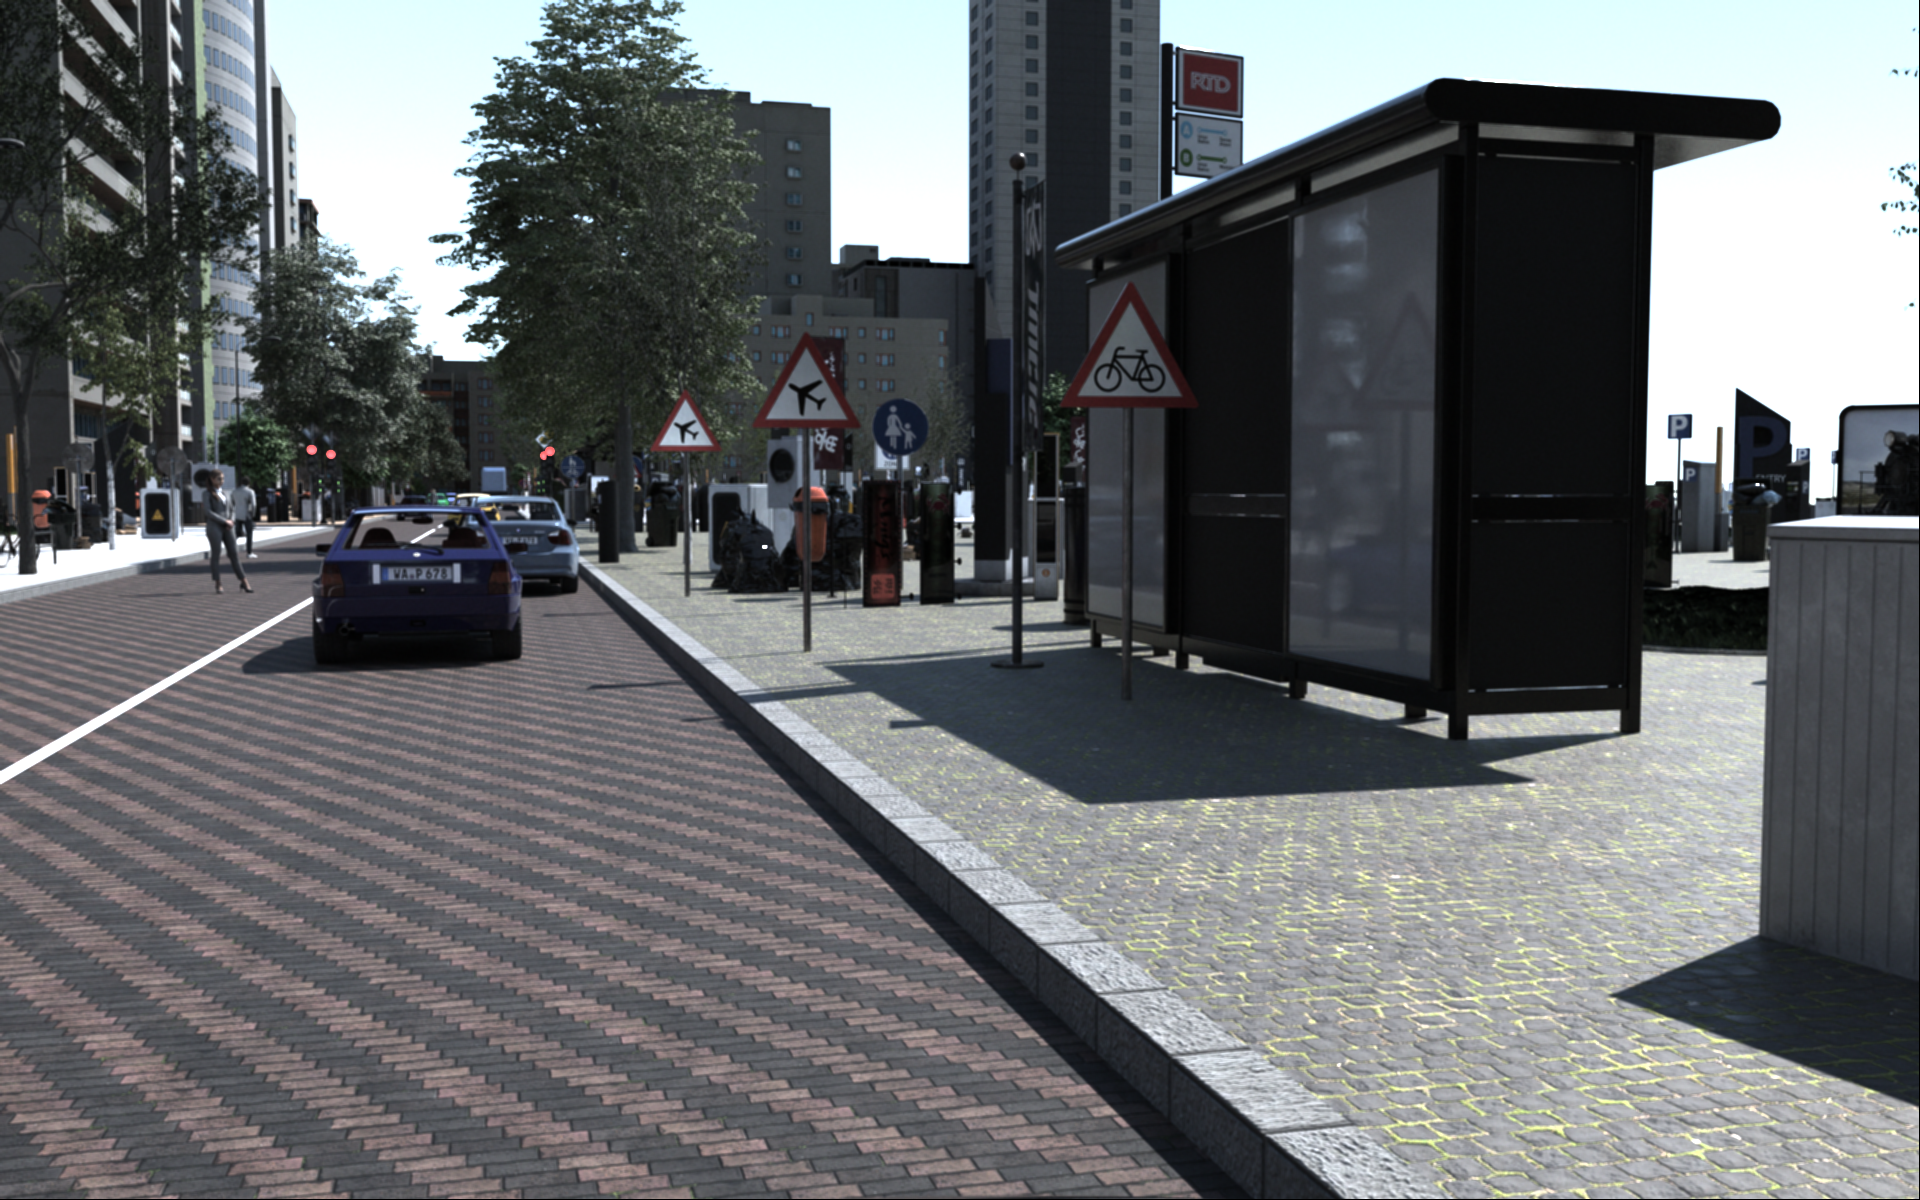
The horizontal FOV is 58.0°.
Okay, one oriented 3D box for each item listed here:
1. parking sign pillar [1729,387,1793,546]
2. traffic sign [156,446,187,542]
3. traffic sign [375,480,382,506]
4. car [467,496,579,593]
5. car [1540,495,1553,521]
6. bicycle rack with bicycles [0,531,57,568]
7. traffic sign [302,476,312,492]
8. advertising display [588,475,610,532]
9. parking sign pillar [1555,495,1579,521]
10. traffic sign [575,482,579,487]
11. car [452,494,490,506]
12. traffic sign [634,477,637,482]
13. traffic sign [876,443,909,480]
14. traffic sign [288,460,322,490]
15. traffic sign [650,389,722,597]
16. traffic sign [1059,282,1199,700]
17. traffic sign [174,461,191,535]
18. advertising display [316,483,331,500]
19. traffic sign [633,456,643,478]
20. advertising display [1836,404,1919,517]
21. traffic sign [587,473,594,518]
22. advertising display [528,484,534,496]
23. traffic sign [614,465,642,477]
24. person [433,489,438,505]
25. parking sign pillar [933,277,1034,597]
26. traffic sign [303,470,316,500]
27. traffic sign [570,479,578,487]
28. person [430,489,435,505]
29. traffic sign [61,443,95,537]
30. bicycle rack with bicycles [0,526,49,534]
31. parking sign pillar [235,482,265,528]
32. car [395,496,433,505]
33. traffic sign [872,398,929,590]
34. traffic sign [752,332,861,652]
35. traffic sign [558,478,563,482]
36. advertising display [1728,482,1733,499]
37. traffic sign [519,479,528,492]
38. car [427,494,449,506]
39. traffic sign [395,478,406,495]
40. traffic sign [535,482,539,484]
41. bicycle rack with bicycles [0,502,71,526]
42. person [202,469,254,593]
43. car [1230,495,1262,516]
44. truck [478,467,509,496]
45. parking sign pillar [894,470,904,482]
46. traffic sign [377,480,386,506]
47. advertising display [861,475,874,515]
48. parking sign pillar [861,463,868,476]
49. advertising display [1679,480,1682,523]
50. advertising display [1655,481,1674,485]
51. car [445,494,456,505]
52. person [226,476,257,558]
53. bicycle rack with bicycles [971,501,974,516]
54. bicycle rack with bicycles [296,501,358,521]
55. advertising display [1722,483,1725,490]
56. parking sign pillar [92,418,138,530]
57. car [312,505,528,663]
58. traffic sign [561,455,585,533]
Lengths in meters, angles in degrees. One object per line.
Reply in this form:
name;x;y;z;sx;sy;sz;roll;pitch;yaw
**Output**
parking sign pillar;20.125;-3.362;43.433;1.447;3.967;1.447;1;4;15
traffic sign;-20.997;-2.817;46.169;0.768;2.556;0.104;-1;4;-11
traffic sign;-40.278;-7.307;119.568;0.768;2.556;0.104;-1;4;-11
car;-6.762;-0.866;26.158;2.014;1.417;4.499;-1;4;-17
car;29.881;-4.554;86.465;4.499;1.417;2.014;-1;4;-17
bicycle rack with bicycles;-17.339;-1.043;30.430;2.852;0.926;2.925;-1;4;-10
traffic sign;-37.405;-6.082;99.553;0.768;2.556;0.104;-1;4;-8
advertising display;-12.206;-3.267;58.633;0.123;1.923;0.974;2;4;31
parking sign pillar;21.576;-4.429;60.893;1.447;3.967;1.447;-2;4;-25
traffic sign;-27.925;-7.807;127.642;0.884;2.594;0.081;-1;4;-10
car;-16.973;-3.069;60.406;2.015;1.641;3.980;-1;4;-17
traffic sign;-12.020;-3.721;62.969;0.606;2.300;0.079;-1;4;-10
traffic sign;-1.186;-1.719;30.239;0.606;2.300;0.079;-1;4;-10
traffic sign;-39.111;-6.694;103.314;2.265;3.308;0.079;-1;4;-11
traffic sign;-3.412;-1.321;21.604;0.884;2.594;0.081;-1;4;-9
traffic sign;1.039;-0.656;10.733;0.884;2.594;0.081;-1;4;-10
traffic sign;-24.316;-3.178;54.098;0.606;2.300;0.079;-1;4;-11
advertising display;-37.099;-5.865;101.110;0.974;1.923;0.123;-3;5;-45
traffic sign;-10.796;-3.477;56.948;0.768;2.556;0.104;0;4;-6
advertising display;6.805;-0.439;12.390;0.974;1.923;0.123;2;4;30
traffic sign;-17.808;-5.021;84.219;0.606;2.300;0.079;-1;4;-10
advertising display;-28.285;-6.668;114.230;0.123;1.923;0.974;-2;4;-28
traffic sign;-10.561;-3.369;55.080;0.884;2.594;0.081;-1;4;-14
person;-39.680;-7.443;130.381;0.709;1.800;0.728;1;4;9
parking sign pillar;0.540;-2.063;22.207;1.447;3.967;1.447;1;4;15
traffic sign;-33.585;-5.473;89.585;0.768;2.556;0.104;-1;4;-9
traffic sign;-33.578;-9.224;150.924;0.768;2.556;0.104;-1;4;-9
person;-39.203;-7.336;128.538;0.767;1.812;0.694;-2;4;-28
traffic sign;-21.860;-2.620;42.946;0.768;2.556;0.104;-1;4;-10
bicycle rack with bicycles;-33.678;-2.886;60.576;2.852;0.926;2.925;-2;4;-32
parking sign pillar;-27.421;-4.706;65.418;1.447;3.967;1.447;0;4;2
car;-29.525;-4.966;93.780;1.945;1.354;3.894;-1;4;-14
traffic sign;-0.803;-1.412;23.188;0.768;2.556;0.104;-1;4;-9
traffic sign;-1.243;-0.857;14.023;0.884;2.594;0.081;-1;4;-14
traffic sign;-31.647;-8.342;136.496;0.768;2.556;0.104;0;4;-7
advertising display;42.348;-5.453;94.374;0.123;1.923;0.974;-3;5;-40
traffic sign;-36.623;-8.881;145.304;0.768;2.556;0.104;-1;4;-10
car;-42.993;-8.162;142.250;1.959;1.807;4.718;-1;4;-13
traffic sign;-43.344;-8.201;134.189;0.768;2.556;0.104;-1;4;-12
traffic sign;-32.354;-8.169;133.662;0.768;2.556;0.104;-1;4;-9
bicycle rack with bicycles;-40.605;-3.847;76.287;2.852;0.926;2.925;-3;5;-43
person;-10.594;-0.994;25.034;0.573;1.790;0.520;1;4;9
car;13.299;-4.119;79.707;4.827;1.381;2.083;-1;4;-16
truck;-45.189;-10.925;168.384;2.967;4.110;18.799;-1;4;-16
parking sign pillar;-3.501;-6.671;97.539;1.447;3.967;1.447;1;4;13
traffic sign;-43.216;-7.785;129.411;0.606;2.300;0.079;0;4;-8
advertising display;-3.103;-3.232;58.061;0.123;1.923;0.974;-1;4;-21
parking sign pillar;-8.174;-9.907;150.448;1.447;3.967;1.447;1;4;14
advertising display;32.312;-4.425;77.556;0.123;1.923;0.974;2;4;27
advertising display;33.686;-4.749;82.864;0.123;1.923;0.974;-2;4;-33
car;-59.051;-11.706;200.987;1.945;1.707;3.694;-1;4;-13
person;-16.084;-1.862;38.794;0.661;1.843;0.795;1;4;11
bicycle rack with bicycles;1.610;-5.193;98.288;2.925;0.926;2.852;3;5;39
bicycle rack with bicycles;-31.808;-4.486;86.735;2.925;0.926;2.852;0;4;2
advertising display;45.869;-6.078;104.582;0.974;1.923;0.123;-3;4;-38
parking sign pillar;-29.660;-4.417;60.688;1.447;3.967;1.447;-3;5;-43
car;-5.016;-0.220;16.171;1.945;1.354;3.894;-1;4;-16
traffic sign;-12.639;-3.453;56.568;0.768;2.556;0.104;-1;4;-8
